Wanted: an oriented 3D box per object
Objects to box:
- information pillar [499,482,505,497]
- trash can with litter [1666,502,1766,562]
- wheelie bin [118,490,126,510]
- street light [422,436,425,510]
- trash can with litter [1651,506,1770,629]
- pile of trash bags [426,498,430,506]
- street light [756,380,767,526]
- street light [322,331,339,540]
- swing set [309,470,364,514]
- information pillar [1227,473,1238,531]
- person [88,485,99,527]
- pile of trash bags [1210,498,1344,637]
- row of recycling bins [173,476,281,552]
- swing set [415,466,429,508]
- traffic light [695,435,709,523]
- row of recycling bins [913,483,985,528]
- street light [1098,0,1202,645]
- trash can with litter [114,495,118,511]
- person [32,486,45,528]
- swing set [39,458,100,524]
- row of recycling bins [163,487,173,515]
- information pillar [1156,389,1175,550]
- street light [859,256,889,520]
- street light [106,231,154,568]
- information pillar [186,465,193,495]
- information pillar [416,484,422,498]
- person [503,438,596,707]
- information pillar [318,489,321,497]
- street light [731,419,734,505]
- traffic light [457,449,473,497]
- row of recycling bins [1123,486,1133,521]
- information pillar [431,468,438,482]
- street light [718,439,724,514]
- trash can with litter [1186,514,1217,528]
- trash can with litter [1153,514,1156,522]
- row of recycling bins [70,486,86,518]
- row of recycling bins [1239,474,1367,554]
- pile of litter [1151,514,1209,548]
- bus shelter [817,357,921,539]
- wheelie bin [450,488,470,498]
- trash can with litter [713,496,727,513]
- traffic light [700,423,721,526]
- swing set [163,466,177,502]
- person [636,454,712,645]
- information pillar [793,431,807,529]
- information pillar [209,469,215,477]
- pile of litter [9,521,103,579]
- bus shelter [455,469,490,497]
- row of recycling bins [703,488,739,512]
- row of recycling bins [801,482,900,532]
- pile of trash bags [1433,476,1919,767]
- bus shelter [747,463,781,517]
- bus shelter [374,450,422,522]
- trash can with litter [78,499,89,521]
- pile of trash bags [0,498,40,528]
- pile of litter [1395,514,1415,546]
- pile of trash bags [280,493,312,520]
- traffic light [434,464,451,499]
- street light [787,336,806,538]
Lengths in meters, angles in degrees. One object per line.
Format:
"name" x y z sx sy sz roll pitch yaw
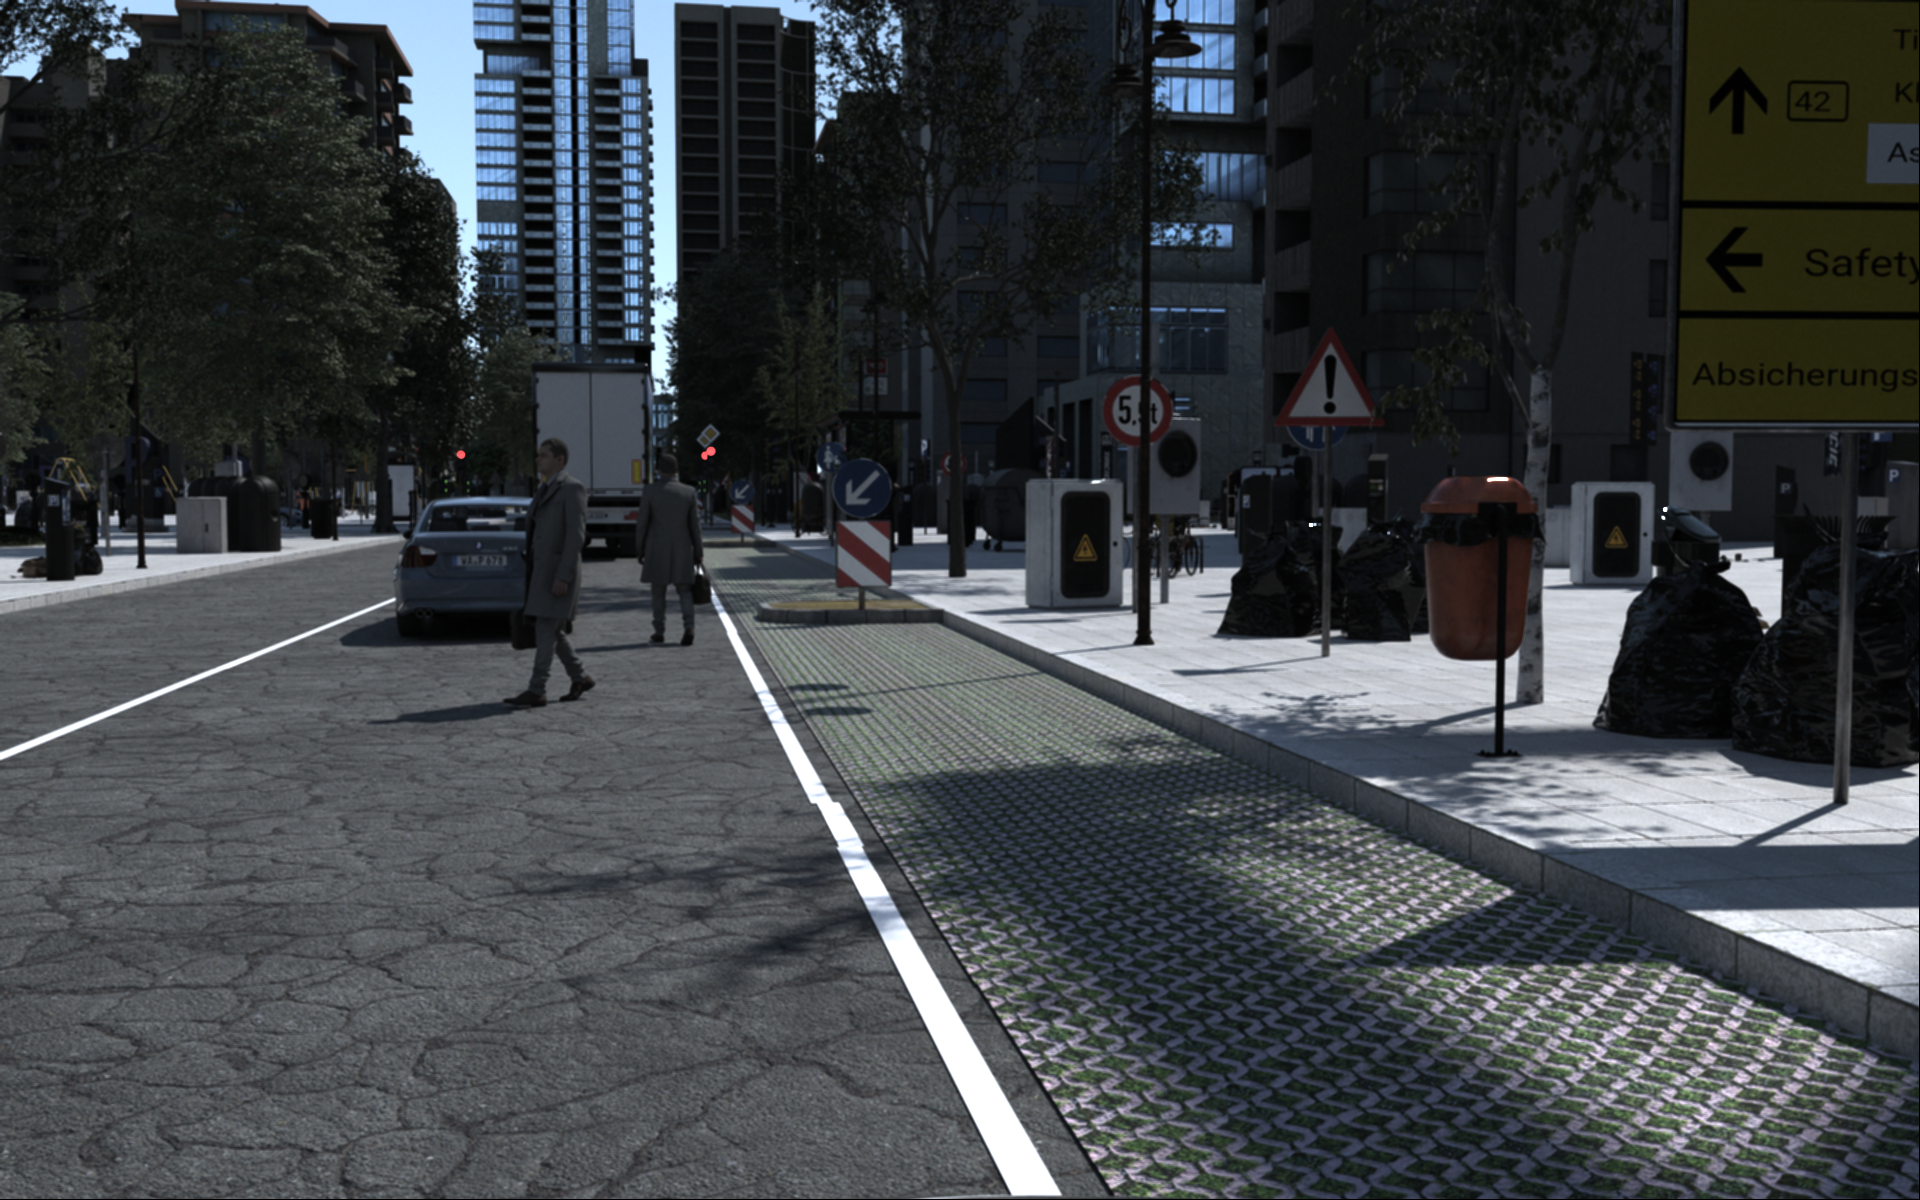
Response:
"information pillar" -27.899 -6.179 105.518 0.304 2.012 0.304 -2 4 -24
"trash can with litter" 14.274 -1.362 33.334 2.233 1.210 1.678 2 4 31
"wheelie bin" -41.097 -4.748 85.538 0.980 1.594 0.693 0 4 5
"street light" -20.639 -5.735 66.558 0.468 5.910 1.993 -1 4 -10
"trash can with litter" 6.959 -0.284 16.033 0.624 1.170 1.055 -3 4 -37
"pile of trash bags" -37.809 -6.750 120.118 3.447 1.369 1.912 -1 4 -13
"street light" -7.857 -5.884 68.995 0.468 5.910 1.993 -1 4 -10
"street light" -17.314 -4.590 47.842 0.468 5.910 1.993 -1 4 -10
"swing set" -40.288 -6.959 111.407 3.119 2.851 2.862 -2 4 -35
"information pillar" 9.564 -3.452 60.935 0.304 2.012 0.304 1 4 12
"person" -34.290 -3.641 68.455 0.576 1.772 0.534 1 4 16
"pile of trash bags" 4.059 -0.421 16.637 1.912 1.369 3.447 3 5 41
"row of recycling bins" -16.585 -1.978 39.448 3.534 1.692 1.069 3 5 44
"swing set" -31.322 -6.174 98.559 2.862 2.851 3.119 -2 4 -35
"traffic light" -11.313 -5.379 76.868 0.839 4.253 0.868 -1 4 -10
"row of recycling bins" -0.415 -3.753 68.478 1.069 1.692 3.534 3 5 44
"street light" 1.569 -2.558 14.604 0.468 5.910 1.993 -1 4 -10
"trash can with litter" -65.141 -7.510 133.842 1.678 1.210 2.233 -3 5 -44
"person" -36.362 -3.678 68.411 0.659 1.850 0.755 0 4 2
"swing set" -39.087 -4.787 75.892 2.862 2.851 3.119 -1 4 -18
"row of recycling bins" -49.414 -6.105 106.927 1.069 1.692 3.534 1 4 19
"information pillar" 4.587 -2.890 38.611 0.504 3.616 0.183 -2 4 -34
"street light" -1.587 -3.674 32.861 0.468 5.910 1.993 -1 4 -10
"street light" -14.152 -3.486 29.780 0.468 5.910 1.993 -1 4 -10
"information pillar" -60.933 -8.907 136.989 0.504 3.616 0.183 -1 4 -19
"information pillar" -35.318 -6.642 113.083 0.304 2.012 0.304 -2 4 -34
"person" -2.802 -0.195 11.790 0.767 1.812 0.694 -3 4 -37
"information pillar" -52.694 -8.457 142.766 0.304 2.012 0.304 1 4 15
"street light" -12.459 -7.461 94.775 0.468 5.910 1.993 -1 4 -10
"traffic light" -21.567 -5.269 75.070 0.839 4.253 0.868 -1 4 -10
"row of recycling bins" 7.333 -4.674 83.531 1.069 1.692 3.534 2 4 29
"information pillar" -37.271 -8.054 123.035 0.504 3.616 0.183 -1 4 -10
"street light" -15.673 -8.604 113.460 0.468 5.910 1.993 -1 4 -10
"trash can with litter" 9.047 -3.319 65.321 2.233 1.210 1.678 3 5 45
"trash can with litter" 9.273 -4.219 80.375 1.055 1.170 0.624 3 5 39
"row of recycling bins" -48.764 -5.336 94.358 3.534 1.692 1.069 3 5 39
"row of recycling bins" 7.305 -1.788 36.343 1.069 1.692 3.534 -3 5 -42
"pile of litter" 5.207 -1.717 42.035 1.176 0.858 1.719 -3 5 -40
"bus shelter" -2.716 -4.294 47.842 2.179 5.291 8.768 -1 4 -10
"wheelie bin" -24.482 -4.709 84.897 0.980 1.594 0.693 -1 4 -18
"trash can with litter" -16.513 -6.563 118.700 1.055 1.170 0.624 0 4 0
"traffic light" -9.941 -4.898 69.001 0.839 4.253 0.868 -1 4 -10
"swing set" -44.756 -6.070 96.866 2.862 2.851 3.119 -2 4 -32
"person" -2.761 -0.488 16.586 0.694 1.812 0.767 -1 4 -20
"information pillar" -5.967 -4.474 64.507 0.504 3.616 0.183 -1 4 -16
"information pillar" -21.551 -2.800 50.276 0.304 2.012 0.304 2 4 33
"pile of litter" -14.176 -0.804 27.105 1.176 0.858 1.719 1 4 19
"bus shelter" -28.717 -6.821 102.802 1.731 3.624 6.357 -1 4 -10
"row of recycling bins" -19.224 -8.362 143.827 3.534 1.692 1.069 -2 4 -27
"row of recycling bins" -3.660 -3.139 58.439 3.534 1.692 1.069 1 4 12
"pile of trash bags" 3.994 0.051 8.927 3.447 1.369 1.912 -1 4 -10
"bus shelter" -10.826 -6.221 95.630 2.014 3.302 5.546 -1 4 -10
"bus shelter" -26.568 -5.449 83.021 2.014 3.302 5.546 -1 4 -10
"trash can with litter" -41.957 -4.383 83.047 1.055 1.170 0.624 0 4 -2
"pile of trash bags" -35.906 -3.325 64.112 3.447 1.369 1.912 -1 4 -12
"pile of litter" 9.739 -1.405 36.942 1.176 0.858 1.719 3 4 39
"pile of trash bags" -38.595 -5.381 97.732 3.447 1.369 1.912 -3 5 -45
"traffic light" -20.195 -4.788 67.203 0.839 4.253 0.868 -1 4 -10
"street light" -4.787 -4.779 50.917 0.468 5.910 1.993 -1 4 -10
